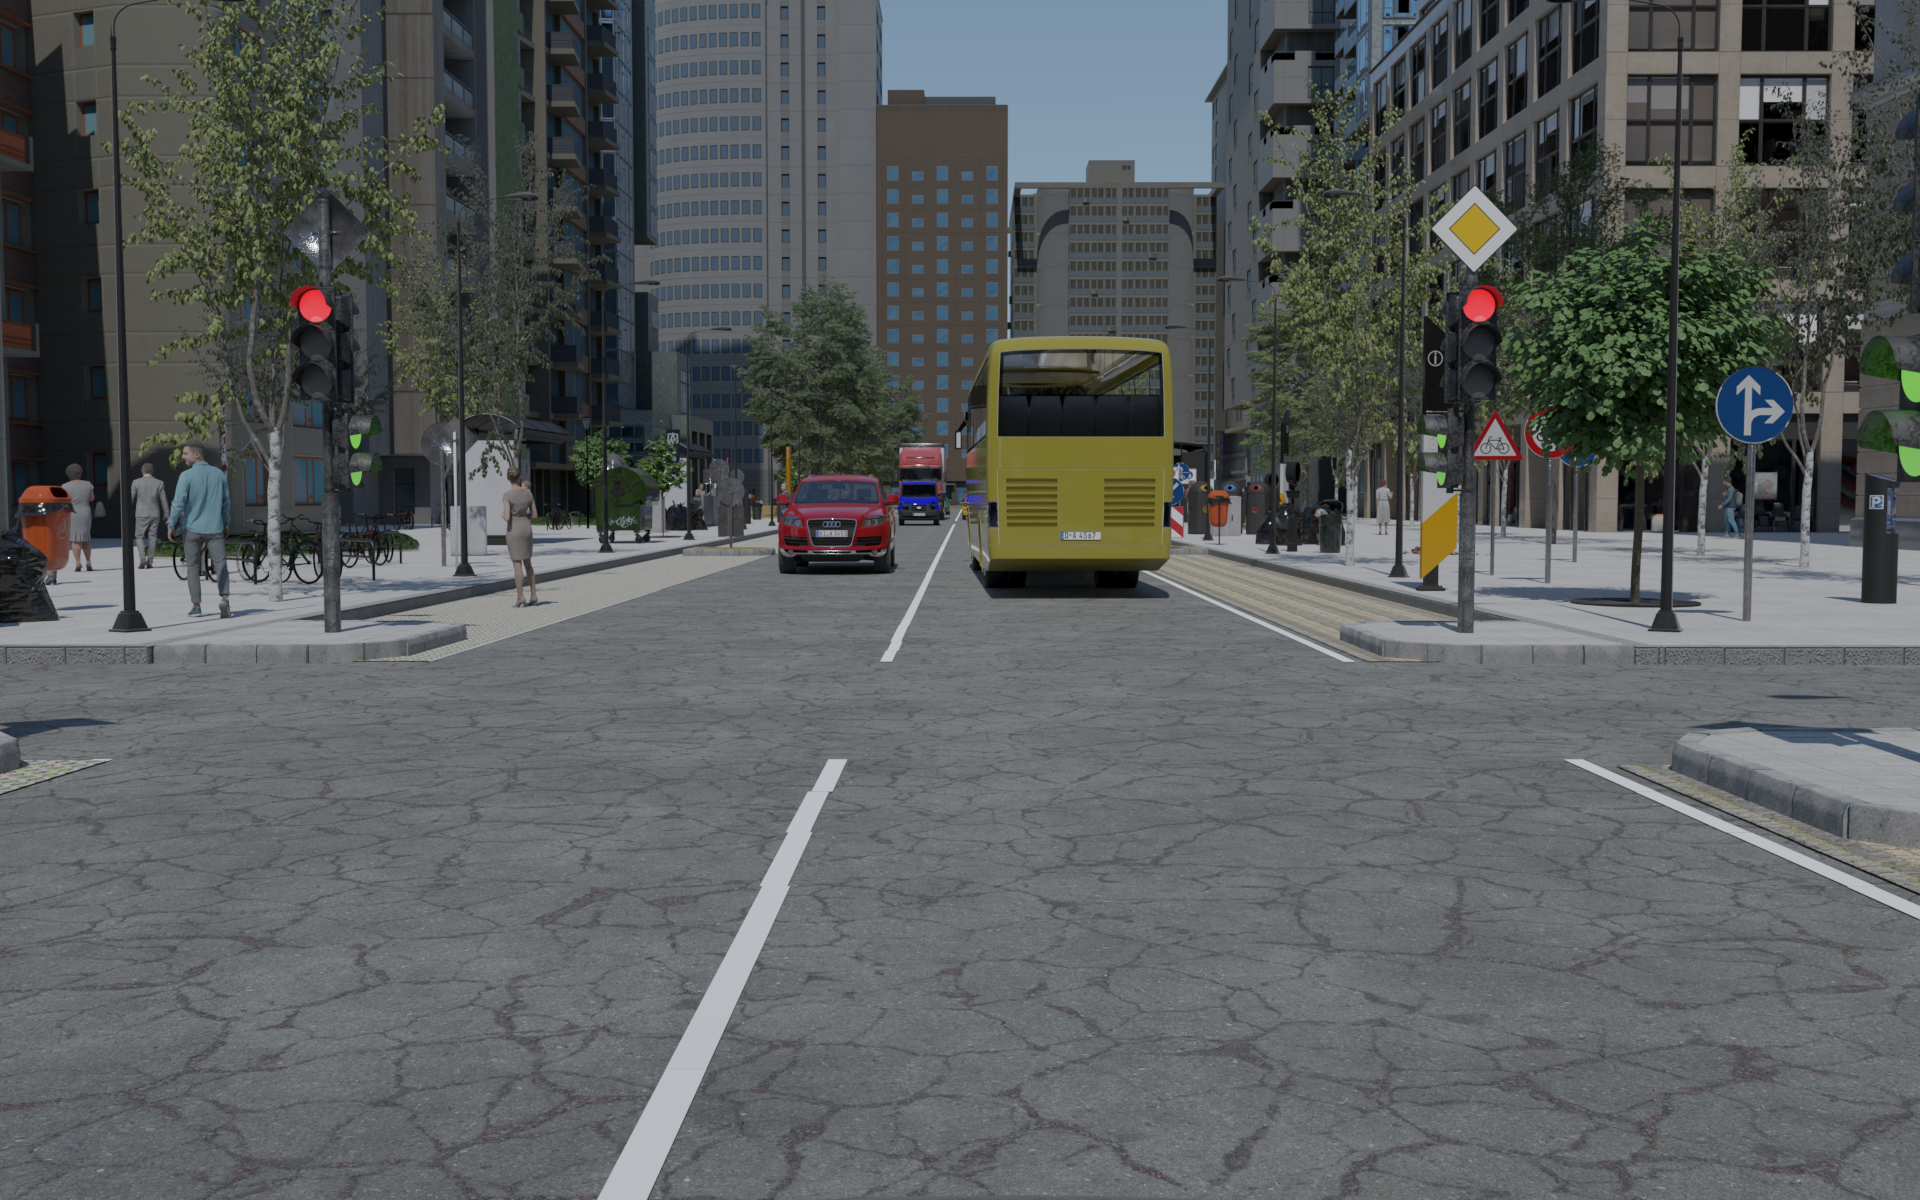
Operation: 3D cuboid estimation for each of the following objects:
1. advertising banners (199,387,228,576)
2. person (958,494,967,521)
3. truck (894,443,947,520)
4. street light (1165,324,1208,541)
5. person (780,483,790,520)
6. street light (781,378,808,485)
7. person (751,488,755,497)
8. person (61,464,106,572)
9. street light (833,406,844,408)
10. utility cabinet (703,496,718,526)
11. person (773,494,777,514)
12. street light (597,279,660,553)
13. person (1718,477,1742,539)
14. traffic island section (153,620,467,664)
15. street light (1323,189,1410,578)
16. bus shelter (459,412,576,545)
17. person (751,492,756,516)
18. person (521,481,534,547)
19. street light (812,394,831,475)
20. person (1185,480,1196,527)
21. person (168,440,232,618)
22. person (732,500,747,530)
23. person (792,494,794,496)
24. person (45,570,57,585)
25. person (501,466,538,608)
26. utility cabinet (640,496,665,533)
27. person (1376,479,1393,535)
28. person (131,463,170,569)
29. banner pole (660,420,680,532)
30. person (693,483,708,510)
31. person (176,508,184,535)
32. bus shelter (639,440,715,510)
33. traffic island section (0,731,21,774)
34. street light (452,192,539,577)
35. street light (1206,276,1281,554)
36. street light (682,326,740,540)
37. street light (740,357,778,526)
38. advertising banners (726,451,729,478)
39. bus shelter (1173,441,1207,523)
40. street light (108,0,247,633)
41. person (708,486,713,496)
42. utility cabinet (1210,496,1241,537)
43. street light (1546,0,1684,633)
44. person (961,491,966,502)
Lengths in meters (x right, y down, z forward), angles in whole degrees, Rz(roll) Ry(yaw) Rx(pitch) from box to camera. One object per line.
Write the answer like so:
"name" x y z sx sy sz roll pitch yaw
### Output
"advertising banners" -11.999 -1.935 27.822 0.090 3.025 2.074 -1 4 -9
"person" 0.553 -5.141 92.643 1.350 1.814 0.705 1 4 22
"truck" -2.095 -6.663 97.848 2.839 4.237 11.283 0 4 0
"street light" 6.300 -4.589 47.572 1.470 5.913 1.316 0 4 0
"person" -5.167 -2.609 51.583 0.534 1.772 0.576 -3 4 -38
"street light" -6.984 -5.909 69.161 1.470 5.913 1.316 0 4 0
"person" -16.611 -8.065 138.585 0.721 1.739 1.217 0 4 7
"person" -14.523 -1.361 28.650 0.716 1.782 0.532 -3 5 -43
"street light" -6.807 -7.248 91.051 1.470 5.913 1.316 0 4 0
"utility cabinet" -10.080 -3.618 70.321 0.306 1.237 1.020 -2 4 -30
"person" -11.929 -6.343 112.979 0.697 1.427 0.421 3 4 39
"street light" -7.186 -3.982 37.639 1.470 5.913 1.316 0 4 0
"person" 21.945 -2.631 49.405 0.721 1.781 0.623 1 4 10
"traffic island section" -5.842 0.379 16.087 2.009 0.180 2.903 0 4 0
"street light" 6.229 -3.304 26.557 1.470 5.913 1.316 0 4 0
"bus shelter" -11.743 -3.169 45.741 2.014 3.302 5.546 0 4 0
"person" -12.304 -5.729 102.976 0.557 1.426 1.065 1 4 17
"person" -10.599 -2.115 42.428 0.330 1.601 0.589 -1 4 -11
"street light" -6.909 -6.588 80.247 1.470 5.913 1.316 0 4 0
"person" 9.076 -3.767 67.609 0.573 1.828 0.580 1 4 15
"person" -7.847 -0.735 17.925 0.638 1.841 0.748 -2 4 -35
"person" -8.113 -3.431 62.545 0.834 1.777 0.661 0 4 -3
"person" -11.420 -6.874 119.145 0.721 1.735 1.217 -2 4 -33
"person" -12.913 -0.868 24.509 0.475 1.303 0.640 -3 4 -36
"person" -5.545 -0.790 21.751 0.374 1.781 0.599 3 4 37
"utility cabinet" -10.303 -2.834 57.505 1.020 1.237 0.306 1 4 16
"person" 13.323 -2.921 54.379 0.480 1.755 0.524 1 4 21
"person" -14.041 -1.451 29.883 0.709 1.813 0.853 -2 4 -35
"banner pole" -9.898 -4.212 58.875 0.863 3.779 0.401 -2 4 -24
"person" -11.796 -4.418 78.637 0.716 1.782 0.532 -3 5 -43
"person" -18.564 -2.138 41.424 0.576 1.772 0.534 3 4 37
"bus shelter" -10.849 -4.459 66.836 2.014 3.302 5.546 0 4 0
"traffic island section" -5.885 0.867 8.102 2.009 0.180 2.903 0 4 0
"street light" -7.189 -3.321 26.837 1.470 5.913 1.316 0 4 0
"street light" 6.181 -3.946 37.065 1.470 5.913 1.316 0 4 0
"street light" -7.018 -4.624 48.146 1.470 5.913 1.316 0 4 0
"street light" -7.060 -5.267 58.654 1.470 5.913 1.316 0 4 0
"advertising banners" -9.272 -4.525 70.177 0.090 3.025 2.074 -1 4 -18
"bus shelter" 10.307 -5.425 79.986 1.731 3.624 6.357 0 4 0
"street light" -7.215 -2.658 16.000 1.470 5.913 1.316 0 4 0
"person" -13.581 -5.378 94.760 1.217 1.735 0.721 -3 5 -41
"utility cabinet" 8.033 -2.534 52.592 1.020 1.237 0.306 -1 4 -23
"street light" 6.069 -2.661 16.050 1.470 5.913 1.316 0 4 0
"person" 0.334 -9.372 162.441 0.721 1.735 1.217 -1 4 -18
